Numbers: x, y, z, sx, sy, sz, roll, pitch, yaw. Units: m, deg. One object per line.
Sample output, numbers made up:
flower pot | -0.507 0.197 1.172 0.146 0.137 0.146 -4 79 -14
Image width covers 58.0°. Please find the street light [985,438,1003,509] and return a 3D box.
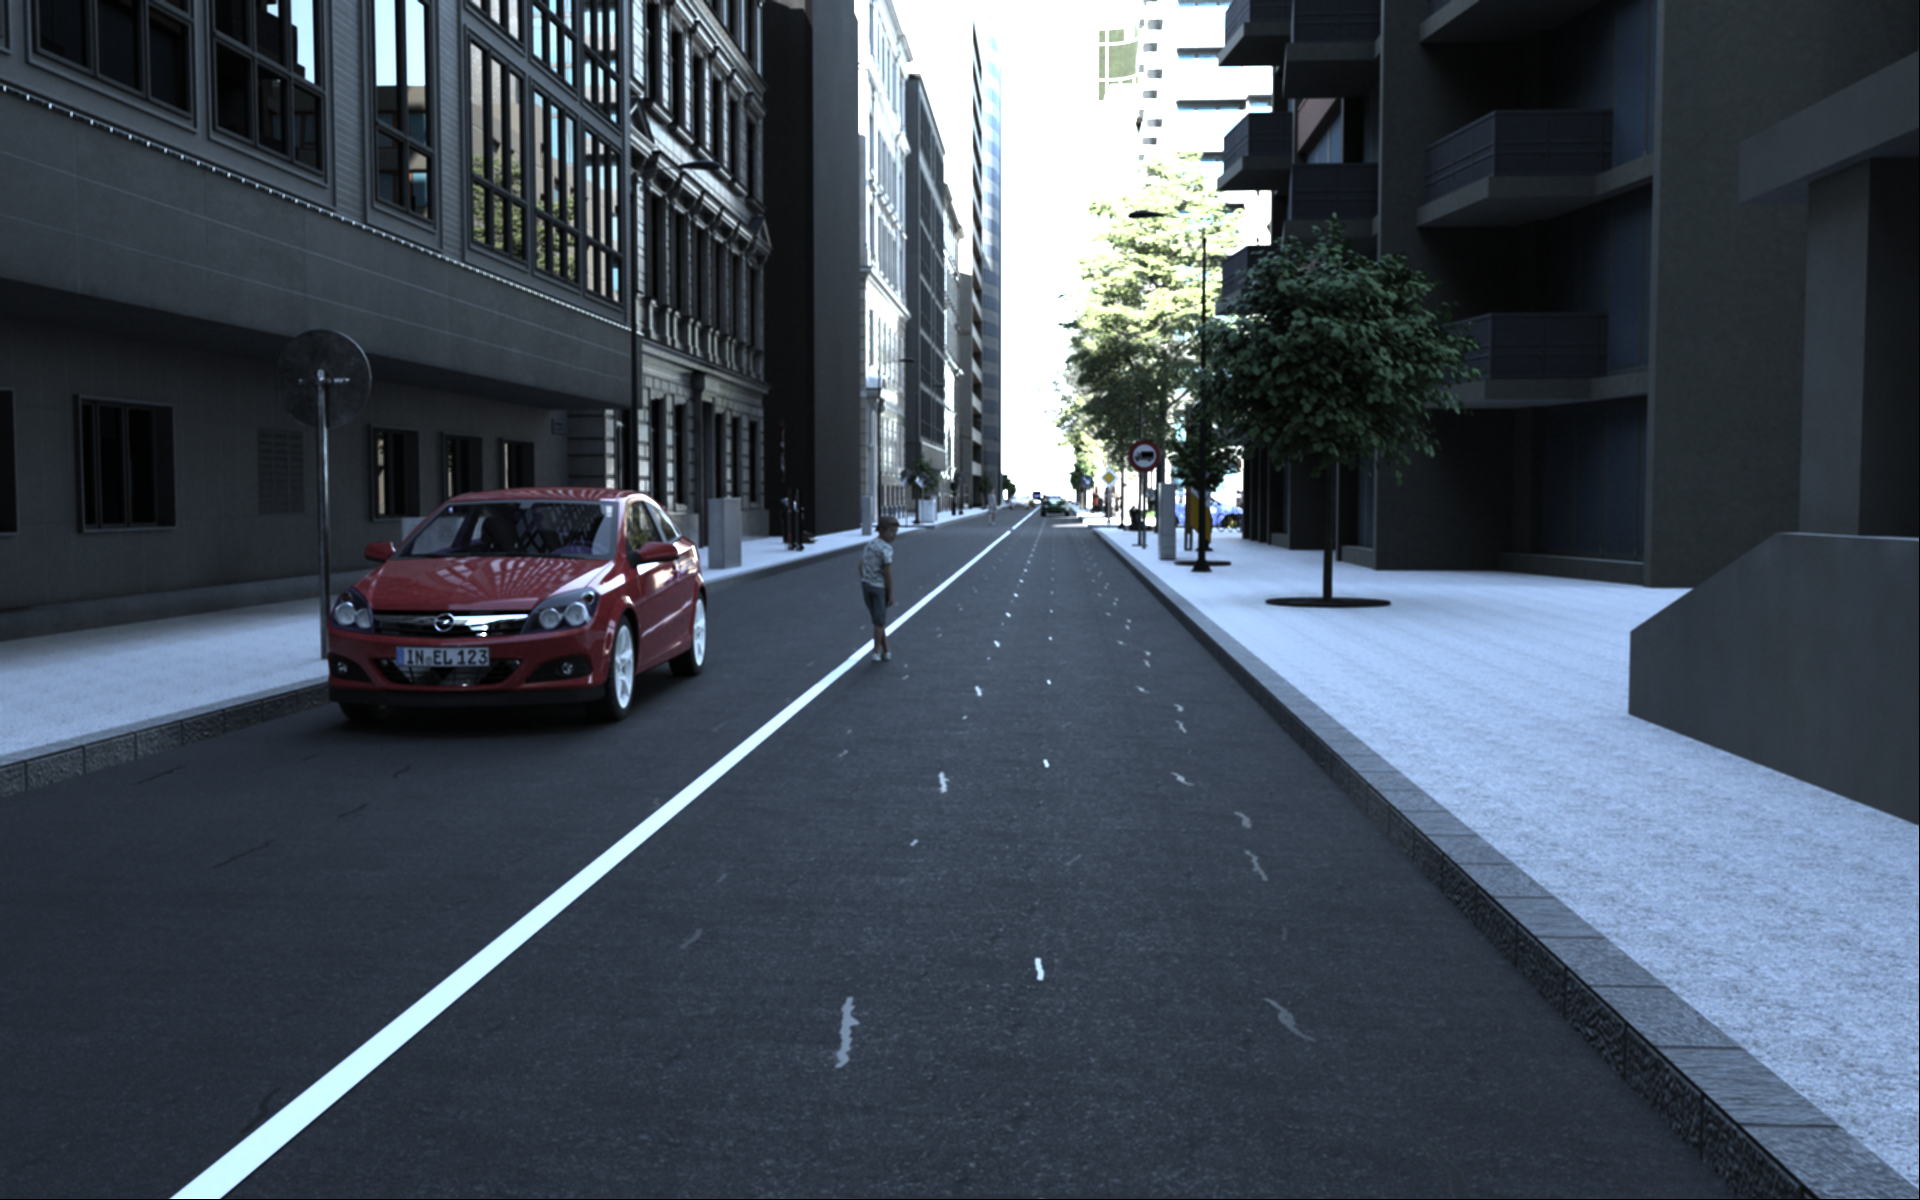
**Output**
street light | 2.774 -10.812 149.325 1.470 5.913 1.316 0 4 3

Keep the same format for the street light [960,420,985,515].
street light | 0.628 -8.304 108.306 1.470 5.913 1.316 0 4 3

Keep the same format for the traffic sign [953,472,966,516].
traffic sign | -0.053 -6.238 102.099 0.768 2.556 0.104 1 4 10

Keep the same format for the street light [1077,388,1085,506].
street light | 5.976 -6.308 75.676 1.470 5.913 1.316 0 4 3

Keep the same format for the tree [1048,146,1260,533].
tree | 6.803 -8.468 56.586 7.486 12.596 7.792 0 3 0

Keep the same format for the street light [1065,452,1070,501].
street light | 10.329 -11.094 153.931 1.470 5.913 1.316 0 4 3

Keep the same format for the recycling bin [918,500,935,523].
recycling bin | -1.479 -3.919 76.635 0.722 1.027 0.722 0 4 2

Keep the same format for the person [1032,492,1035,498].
person | 9.836 -13.719 233.614 0.445 1.727 0.742 2 4 24

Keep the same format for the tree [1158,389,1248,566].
tree | 4.339 -2.256 31.490 1.663 3.219 1.824 0 3 0

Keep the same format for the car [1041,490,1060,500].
car | 9.570 -10.471 179.873 2.281 1.827 5.304 0 4 5

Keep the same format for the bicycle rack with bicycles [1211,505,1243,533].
bicycle rack with bicycles | 8.945 -2.725 57.930 2.852 0.926 2.925 -1 4 -9

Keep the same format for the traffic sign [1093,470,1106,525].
traffic sign | 5.972 -4.204 72.371 0.795 2.450 0.064 0 4 3

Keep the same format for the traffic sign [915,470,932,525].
traffic sign | -1.560 -4.230 72.804 0.795 2.450 0.064 0 4 3

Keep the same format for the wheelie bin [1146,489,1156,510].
wheelie bin | 12.297 -6.289 110.732 0.980 1.594 0.693 -1 4 -18

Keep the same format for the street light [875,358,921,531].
street light | -2.231 -5.318 59.492 1.470 5.913 1.316 0 4 3

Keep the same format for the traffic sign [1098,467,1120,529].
traffic sign | 5.534 -3.716 64.398 0.795 2.450 0.064 0 4 3

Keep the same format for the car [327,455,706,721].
car | -2.973 -0.199 12.288 2.155 1.783 4.494 0 4 1

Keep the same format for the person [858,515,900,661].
person | -0.696 -0.106 14.912 0.352 1.250 0.332 0 4 -5

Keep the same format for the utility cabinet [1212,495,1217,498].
utility cabinet | 14.900 -5.684 104.094 1.020 1.237 0.306 0 4 -4

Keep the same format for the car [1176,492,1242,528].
car | 9.608 -3.630 68.941 3.694 1.707 1.945 0 4 3

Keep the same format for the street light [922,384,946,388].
street light | -1.287 -6.158 73.229 1.470 5.913 1.316 0 4 3

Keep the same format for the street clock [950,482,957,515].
street clock | -0.373 -6.114 104.527 0.358 2.002 0.471 2 4 31

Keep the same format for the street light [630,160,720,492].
street light | -4.035 -3.165 24.289 1.470 5.913 1.316 0 4 3

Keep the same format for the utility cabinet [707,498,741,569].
utility cabinet | -4.093 -1.159 30.105 0.306 1.237 1.020 1 4 10

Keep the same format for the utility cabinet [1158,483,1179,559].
utility cabinet | 4.101 -1.563 34.227 0.318 1.500 1.173 0 4 4

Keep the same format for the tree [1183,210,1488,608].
tree | 4.327 -2.223 20.062 4.285 4.588 4.351 0 3 0

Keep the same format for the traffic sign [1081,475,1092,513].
traffic sign | 8.476 -7.088 116.002 0.768 2.556 0.104 1 4 13

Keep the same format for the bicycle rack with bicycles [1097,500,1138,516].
bicycle rack with bicycles | 9.266 -5.433 102.216 2.852 0.926 2.925 0 4 -7

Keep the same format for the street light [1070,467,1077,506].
street light | 7.974 -8.469 111.012 1.470 5.913 1.316 0 4 3

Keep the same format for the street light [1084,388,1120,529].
street light | 5.408 -5.560 63.441 1.470 5.913 1.316 0 4 3

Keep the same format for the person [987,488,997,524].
person | 1.521 -4.447 81.966 0.466 1.731 0.760 0 4 6

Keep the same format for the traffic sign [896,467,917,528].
traffic sign | -1.998 -3.742 64.831 0.795 2.450 0.064 0 4 3

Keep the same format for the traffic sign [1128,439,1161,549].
traffic sign | 4.317 -2.473 40.544 0.768 2.556 0.104 1 4 11

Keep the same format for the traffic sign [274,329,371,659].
traffic sign | -4.934 -0.814 13.410 0.768 2.556 0.104 0 4 3

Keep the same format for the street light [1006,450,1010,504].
street light | 4.648 -12.944 184.170 1.470 5.913 1.316 0 4 3

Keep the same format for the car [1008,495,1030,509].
car | 5.703 -9.449 166.845 2.083 1.381 4.827 0 4 1

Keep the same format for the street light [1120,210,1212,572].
street light | 3.456 -3.423 28.511 1.470 5.913 1.316 0 4 3

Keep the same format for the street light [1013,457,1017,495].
street light | 6.515 -15.079 219.080 1.470 5.913 1.316 0 4 3

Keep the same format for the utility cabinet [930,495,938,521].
utility cabinet | -1.242 -4.363 82.500 0.306 1.237 1.020 0 4 -5

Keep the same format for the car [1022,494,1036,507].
car | 7.333 -11.004 190.137 2.015 1.641 3.980 0 4 3

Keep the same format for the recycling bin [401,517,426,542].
recycling bin | -5.525 -0.375 18.691 0.722 1.027 0.722 1 4 13

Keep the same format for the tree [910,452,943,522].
tree | -1.585 -5.150 78.800 1.663 3.219 1.824 0 3 0

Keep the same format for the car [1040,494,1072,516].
car | 6.241 -6.207 113.274 2.131 1.459 4.920 0 4 5

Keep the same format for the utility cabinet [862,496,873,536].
utility cabinet | -2.890 -2.624 54.071 0.306 1.237 1.020 0 3 0

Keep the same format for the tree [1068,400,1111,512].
tree | 9.141 -10.472 121.577 4.737 8.622 4.395 0 3 0
